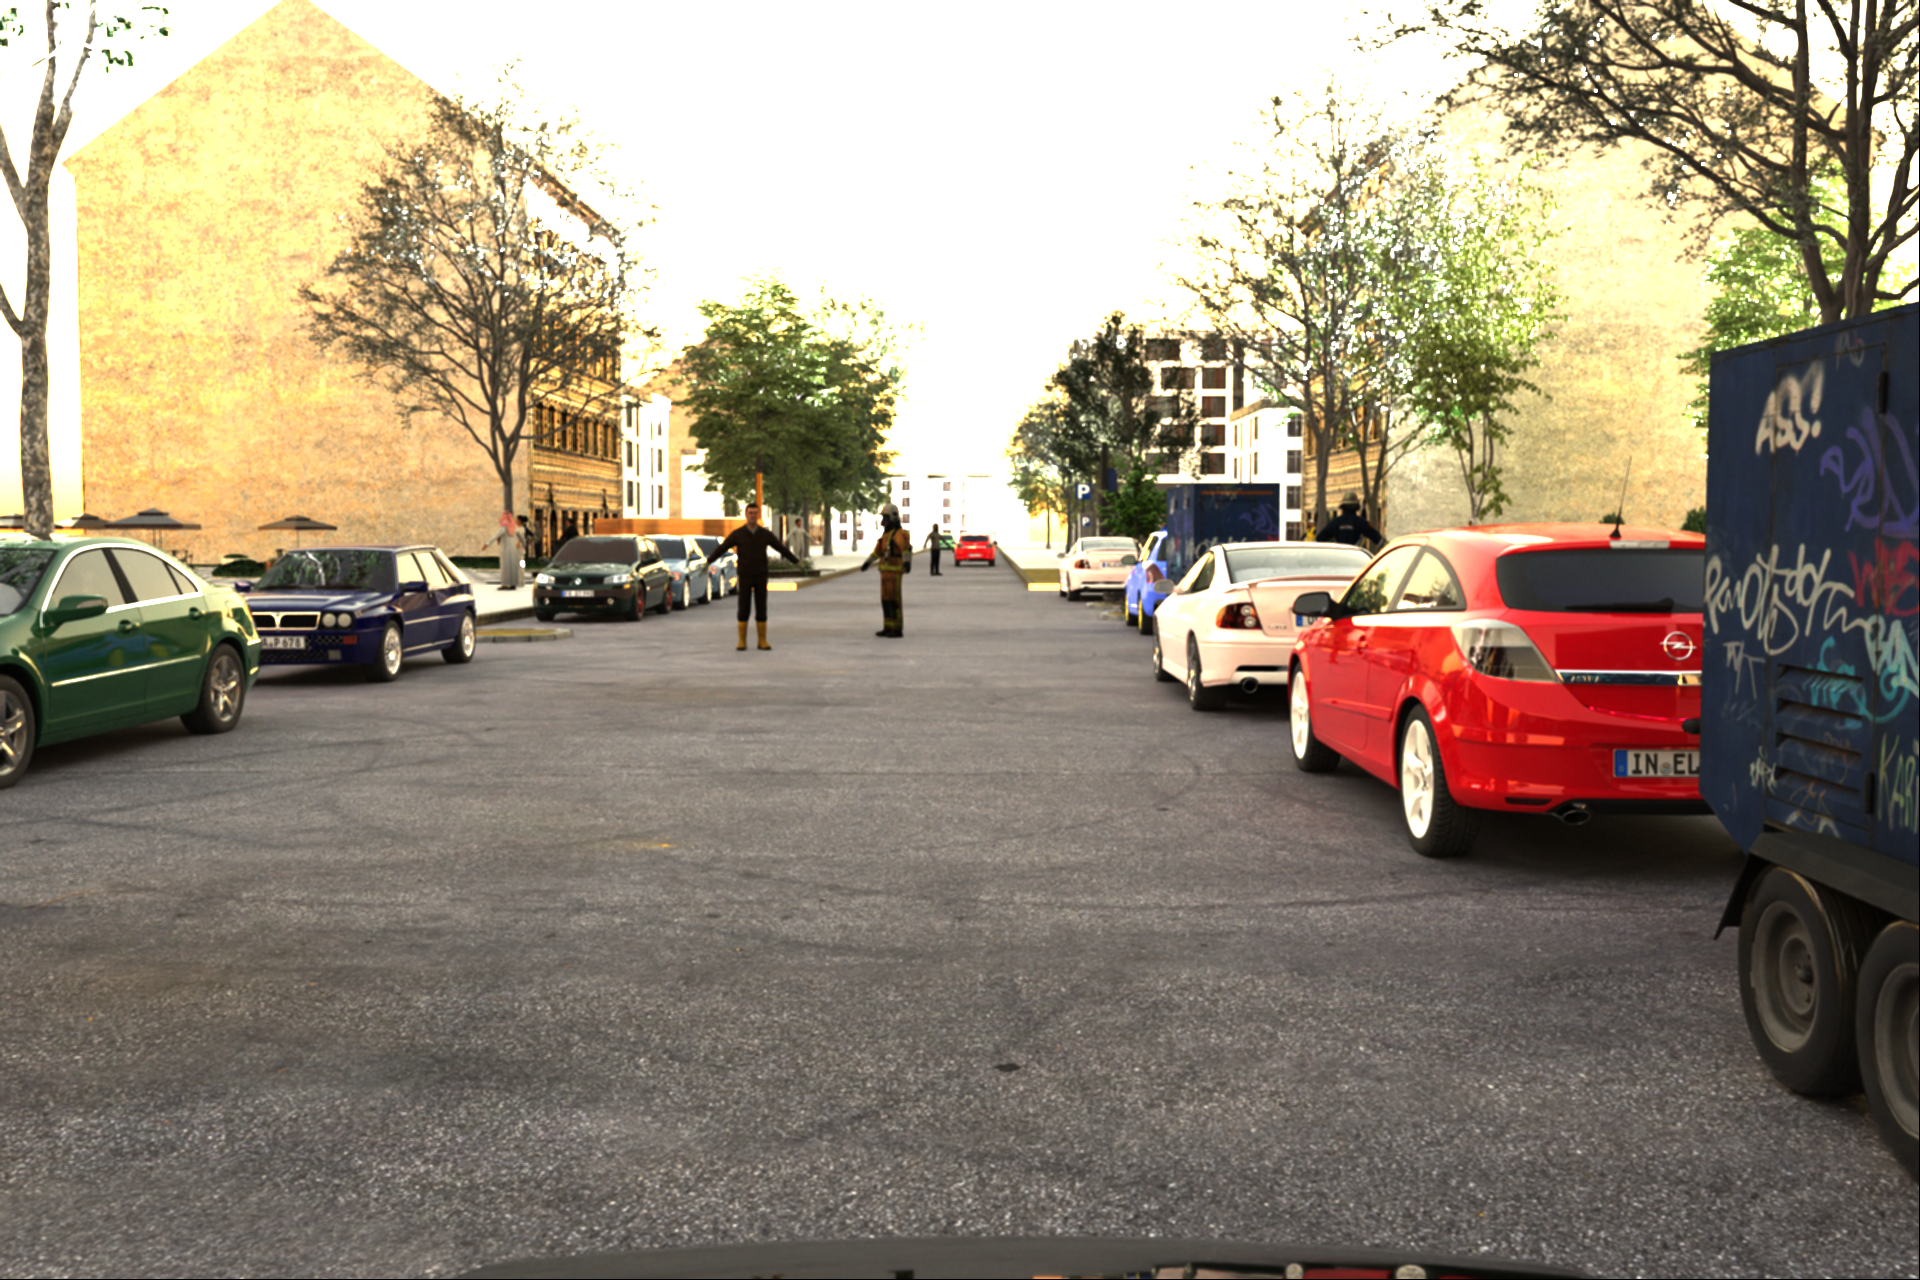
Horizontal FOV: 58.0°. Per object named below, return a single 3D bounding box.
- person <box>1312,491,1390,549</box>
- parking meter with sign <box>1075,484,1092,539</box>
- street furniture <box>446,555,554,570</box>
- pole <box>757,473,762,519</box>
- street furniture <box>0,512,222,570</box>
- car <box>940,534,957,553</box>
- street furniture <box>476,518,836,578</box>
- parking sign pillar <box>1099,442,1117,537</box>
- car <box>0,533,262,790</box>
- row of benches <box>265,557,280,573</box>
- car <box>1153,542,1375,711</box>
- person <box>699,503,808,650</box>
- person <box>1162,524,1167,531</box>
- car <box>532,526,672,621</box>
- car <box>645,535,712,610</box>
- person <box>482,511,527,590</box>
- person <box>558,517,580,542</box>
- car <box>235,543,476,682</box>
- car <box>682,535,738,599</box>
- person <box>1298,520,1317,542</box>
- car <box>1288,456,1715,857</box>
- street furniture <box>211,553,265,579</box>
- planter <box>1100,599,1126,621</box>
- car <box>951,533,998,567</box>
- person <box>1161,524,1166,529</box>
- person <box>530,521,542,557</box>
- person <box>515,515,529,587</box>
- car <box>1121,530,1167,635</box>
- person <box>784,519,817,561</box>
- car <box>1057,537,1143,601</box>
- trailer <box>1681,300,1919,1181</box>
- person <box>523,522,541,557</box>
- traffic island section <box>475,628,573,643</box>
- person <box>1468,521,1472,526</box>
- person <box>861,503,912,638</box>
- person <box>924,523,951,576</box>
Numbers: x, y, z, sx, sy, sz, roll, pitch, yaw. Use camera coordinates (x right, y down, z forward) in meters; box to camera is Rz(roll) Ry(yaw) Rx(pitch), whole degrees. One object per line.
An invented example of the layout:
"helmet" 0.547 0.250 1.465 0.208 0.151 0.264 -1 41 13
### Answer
"person" 5.199 -1.052 23.064 1.351 1.845 0.704 2 4 31
"parking meter with sign" 4.246 -3.843 59.101 0.543 3.016 1.738 0 4 1
"street furniture" -15.996 -2.912 63.235 10.072 0.657 5.734 0 4 -7
"pole" -6.721 -3.928 58.068 0.158 3.312 0.155 0 3 0
"street furniture" -33.059 -3.019 54.398 14.083 1.986 27.439 0 4 4
"car" -1.185 -7.680 134.363 1.959 1.807 4.718 0 4 1
"street furniture" -7.502 -2.719 51.306 9.812 1.723 11.010 3 5 43
"parking sign pillar" 4.370 -3.848 51.385 1.447 3.967 1.447 0 4 1
"car" -6.225 0.039 11.157 2.131 1.459 4.920 0 4 1
"row of benches" -17.504 -1.819 45.204 1.422 0.672 4.104 -2 4 -30
"car" 2.814 -0.186 15.403 2.083 1.381 4.827 0 4 1
"person" -2.564 -0.786 21.441 1.346 1.812 0.704 -1 4 -15
"person" 5.241 -2.246 42.705 0.704 1.831 1.345 3 4 37
"car" -6.087 -1.220 29.738 2.009 1.686 4.222 0 4 1
"car" -6.000 -1.357 34.183 2.014 1.417 4.499 0 4 1
"person" -10.393 -2.055 39.740 0.704 1.811 1.347 2 4 30
"person" -13.020 -3.172 57.793 0.705 1.837 1.347 2 4 24
"car" -6.334 -0.331 17.986 1.945 1.354 3.894 0 4 1
"car" -6.069 -1.681 39.487 2.014 1.417 4.499 0 4 0
"person" 13.280 -3.649 65.629 0.705 1.833 1.349 -2 4 -26
"car" 2.926 -0.008 9.167 2.155 1.783 4.494 0 4 0
"street furniture" -20.030 -2.312 53.432 5.734 0.657 10.072 -2 4 -25
"planter" 3.391 -0.505 29.396 1.991 0.319 1.994 0 4 2
"car" 0.652 -4.212 77.902 2.155 1.783 4.494 0 4 0
"person" 8.585 -4.108 73.022 0.705 1.847 1.347 1 4 22
"person" -17.183 -3.925 70.299 0.705 1.813 1.348 -2 4 -28
"person" -10.700 -2.142 41.785 0.721 1.739 1.217 -1 4 -20
"car" 3.407 -0.997 25.897 1.945 1.707 3.694 0 4 1
"person" -5.505 -3.247 59.270 1.347 1.806 0.705 -3 5 -40
"car" 3.215 -1.591 38.377 2.083 1.381 4.827 0 4 0
"trailer" 2.827 0.139 4.784 1.471 1.999 3.904 0 4 1
"person" -17.247 -3.836 68.502 1.354 1.856 0.705 0 4 6
"traffic island section" -6.437 -0.059 23.838 1.991 0.108 1.994 0 4 2
"person" 19.644 -3.694 66.669 1.348 1.796 0.705 -2 4 -33
"person" -0.976 -0.970 24.092 0.705 1.858 1.354 -2 4 -30
"person" -0.830 -3.145 60.011 0.705 1.813 1.348 3 5 43
